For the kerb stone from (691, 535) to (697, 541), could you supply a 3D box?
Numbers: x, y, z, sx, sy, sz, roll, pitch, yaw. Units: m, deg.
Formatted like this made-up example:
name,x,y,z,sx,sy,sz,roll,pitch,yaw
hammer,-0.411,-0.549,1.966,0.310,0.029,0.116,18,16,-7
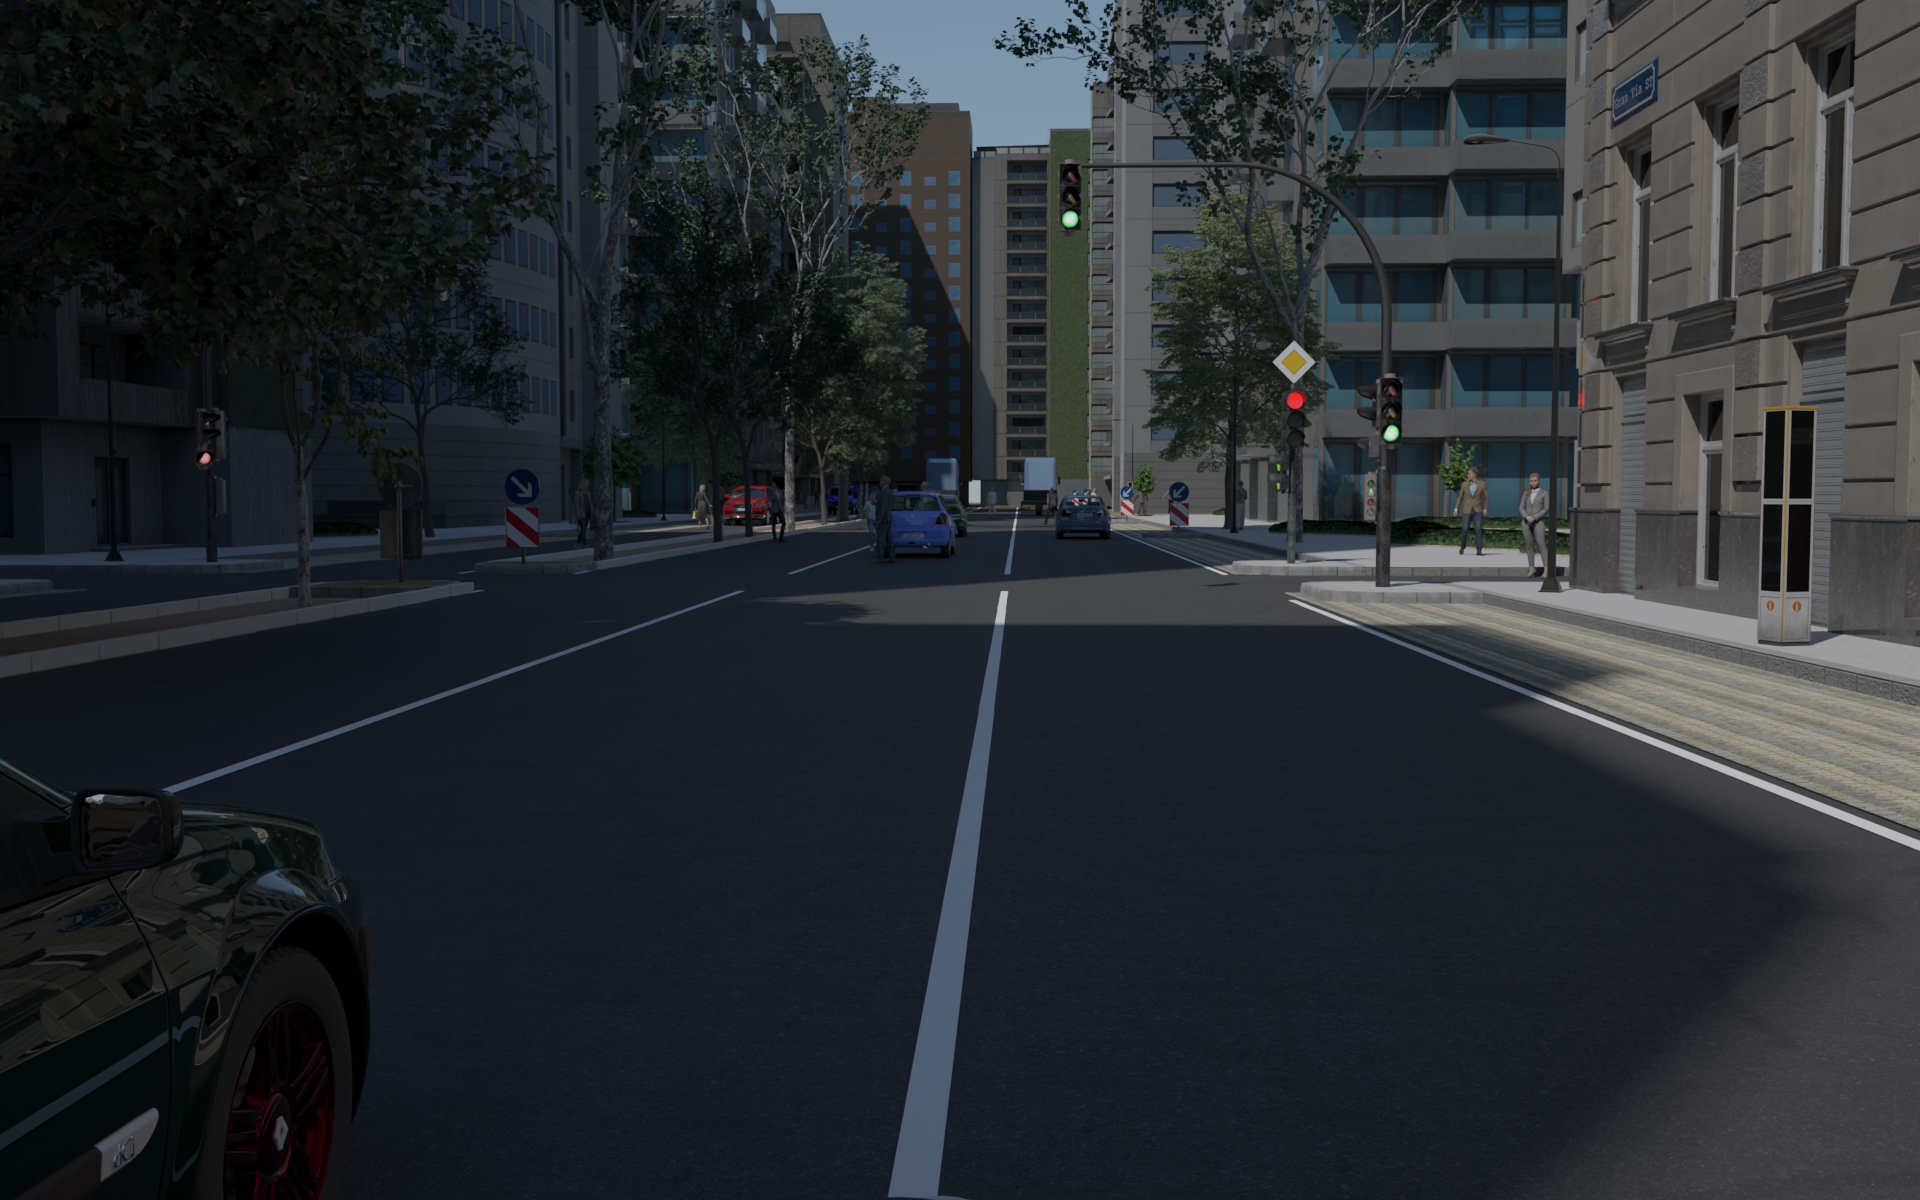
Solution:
name,x,y,z,sx,sy,sz,roll,pitch,yaw
kerb stone,-8.264,-1.880,52.928,0.120,0.150,1.000,0,4,2

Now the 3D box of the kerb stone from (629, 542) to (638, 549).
name,x,y,z,sx,sy,sz,roll,pitch,yaw
kerb stone,-8.545,-1.379,44.736,0.120,0.150,1.000,0,4,2

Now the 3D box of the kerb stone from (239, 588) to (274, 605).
name,x,y,z,sx,sy,sz,roll,pitch,yaw
kerb stone,-9.308,-0.031,22.707,0.120,0.150,1.000,0,4,2

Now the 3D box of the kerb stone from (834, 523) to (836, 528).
name,x,y,z,sx,sy,sz,roll,pitch,yaw
kerb stone,-5.457,-3.127,73.315,0.120,0.150,1.000,0,4,2

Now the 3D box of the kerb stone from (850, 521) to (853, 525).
name,x,y,z,sx,sy,sz,roll,pitch,yaw
kerb stone,-5.214,-3.563,80.481,0.120,0.150,1.000,0,4,2

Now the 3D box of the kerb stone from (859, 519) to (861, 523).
name,x,y,z,sx,sy,sz,roll,pitch,yaw
kerb stone,-5.071,-3.807,84.574,0.120,0.150,1.000,0,4,2

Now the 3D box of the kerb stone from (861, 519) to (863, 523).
name,x,y,z,sx,sy,sz,roll,pitch,yaw
kerb stone,-5.042,-3.878,85.596,0.120,0.150,1.000,0,4,2

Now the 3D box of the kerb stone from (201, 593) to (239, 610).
name,x,y,z,sx,sy,sz,roll,pitch,yaw
kerb stone,-9.340,0.032,21.677,0.120,0.150,1.000,0,4,2

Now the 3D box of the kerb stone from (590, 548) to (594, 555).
name,x,y,z,sx,sy,sz,roll,pitch,yaw
kerb stone,-8.683,-1.128,40.635,0.120,0.150,1.000,0,4,2

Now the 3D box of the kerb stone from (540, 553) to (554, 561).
name,x,y,z,sx,sy,sz,roll,pitch,yaw
kerb stone,-8.821,-0.877,36.544,0.120,0.150,1.000,0,4,2

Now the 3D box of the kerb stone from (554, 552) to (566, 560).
name,x,y,z,sx,sy,sz,roll,pitch,yaw
kerb stone,-8.793,-0.940,37.566,0.120,0.150,1.000,0,4,2

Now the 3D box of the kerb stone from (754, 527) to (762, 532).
name,x,y,z,sx,sy,sz,roll,pitch,yaw
kerb stone,-7.796,-2.694,66.247,0.120,0.150,1.000,0,4,2

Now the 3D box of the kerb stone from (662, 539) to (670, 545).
name,x,y,z,sx,sy,sz,roll,pitch,yaw
kerb stone,-8.407,-1.629,48.830,0.120,0.150,1.000,0,4,2

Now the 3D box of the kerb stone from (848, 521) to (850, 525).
name,x,y,z,sx,sy,sz,roll,pitch,yaw
kerb stone,-5.248,-3.502,79.452,0.120,0.150,1.000,0,4,2

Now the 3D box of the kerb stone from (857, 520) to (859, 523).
name,x,y,z,sx,sy,sz,roll,pitch,yaw
kerb stone,-5.113,-3.751,83.546,0.120,0.150,1.000,0,4,2

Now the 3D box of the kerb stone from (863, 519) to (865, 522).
name,x,y,z,sx,sy,sz,roll,pitch,yaw
kerb stone,-5.004,-3.940,86.617,0.120,0.150,1.000,0,4,2

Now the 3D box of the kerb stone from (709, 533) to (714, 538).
name,x,y,z,sx,sy,sz,roll,pitch,yaw
kerb stone,-8.158,-2.067,55.993,0.120,0.150,1.000,0,4,2

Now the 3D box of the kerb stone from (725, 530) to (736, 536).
name,x,y,z,sx,sy,sz,roll,pitch,yaw
kerb stone,-8.017,-2.318,60.099,0.120,0.150,1.000,0,4,2

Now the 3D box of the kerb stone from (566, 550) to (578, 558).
name,x,y,z,sx,sy,sz,roll,pitch,yaw
kerb stone,-8.754,-1.002,38.592,0.120,0.150,1.000,0,4,2

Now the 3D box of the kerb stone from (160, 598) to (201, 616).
name,x,y,z,sx,sy,sz,roll,pitch,yaw
kerb stone,-9.382,0.098,20.656,0.120,0.150,1.000,0,4,2

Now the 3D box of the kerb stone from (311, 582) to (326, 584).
name,x,y,z,sx,sy,sz,roll,pitch,yaw
kerb stone,-9.245,-0.156,24.753,0.120,0.150,1.000,0,4,2

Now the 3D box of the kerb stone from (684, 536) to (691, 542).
name,x,y,z,sx,sy,sz,roll,pitch,yaw
kerb stone,-8.295,-1.817,51.904,0.120,0.150,1.000,0,4,2

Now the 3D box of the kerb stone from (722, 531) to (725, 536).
name,x,y,z,sx,sy,sz,roll,pitch,yaw
kerb stone,-8.096,-2.189,58.037,0.120,0.150,1.000,0,4,2

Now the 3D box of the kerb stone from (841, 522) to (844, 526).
name,x,y,z,sx,sy,sz,roll,pitch,yaw
kerb stone,-5.351,-3.314,76.384,0.120,0.150,1.000,0,4,2

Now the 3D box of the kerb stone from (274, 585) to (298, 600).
name,x,y,z,sx,sy,sz,roll,pitch,yaw
kerb stone,-9.264,-0.094,23.728,0.120,0.150,1.000,0,4,2

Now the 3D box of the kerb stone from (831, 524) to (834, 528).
name,x,y,z,sx,sy,sz,roll,pitch,yaw
kerb stone,-5.498,-3.063,72.283,0.120,0.150,1.000,0,4,2

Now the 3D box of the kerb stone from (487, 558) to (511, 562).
name,x,y,z,sx,sy,sz,roll,pitch,yaw
kerb stone,-8.930,-0.689,33.477,0.120,0.150,1.000,0,4,2

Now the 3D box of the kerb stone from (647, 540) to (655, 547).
name,x,y,z,sx,sy,sz,roll,pitch,yaw
kerb stone,-8.483,-1.503,46.787,0.120,0.150,1.000,0,4,2

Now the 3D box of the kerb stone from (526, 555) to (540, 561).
name,x,y,z,sx,sy,sz,roll,pitch,yaw
kerb stone,-8.868,-0.815,35.523,0.120,0.150,1.000,0,4,2

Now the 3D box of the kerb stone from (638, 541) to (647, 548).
name,x,y,z,sx,sy,sz,roll,pitch,yaw
kerb stone,-8.512,-1.441,45.765,0.120,0.150,1.000,0,4,2

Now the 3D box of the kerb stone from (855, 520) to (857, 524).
name,x,y,z,sx,sy,sz,roll,pitch,yaw
kerb stone,-5.135,-3.689,82.524,0.120,0.150,1.000,0,4,2

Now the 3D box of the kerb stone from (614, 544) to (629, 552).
name,x,y,z,sx,sy,sz,roll,pitch,yaw
kerb stone,-8.586,-1.316,43.714,0.120,0.150,1.000,0,4,2

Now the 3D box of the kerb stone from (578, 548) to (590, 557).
name,x,y,z,sx,sy,sz,roll,pitch,yaw
kerb stone,-8.716,-1.065,39.614,0.120,0.150,1.000,0,4,2

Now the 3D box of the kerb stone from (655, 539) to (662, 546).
name,x,y,z,sx,sy,sz,roll,pitch,yaw
kerb stone,-8.450,-1.562,47.809,0.120,0.150,1.000,0,4,2

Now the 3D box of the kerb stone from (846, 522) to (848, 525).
name,x,y,z,sx,sy,sz,roll,pitch,yaw
kerb stone,-5.281,-3.439,78.430,0.120,0.150,1.000,0,4,2

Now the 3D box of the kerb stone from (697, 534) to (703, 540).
name,x,y,z,sx,sy,sz,roll,pitch,yaw
kerb stone,-8.229,-1.940,53.950,0.120,0.150,1.000,0,4,2

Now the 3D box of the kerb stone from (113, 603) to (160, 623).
name,x,y,z,sx,sy,sz,roll,pitch,yaw
kerb stone,-9.407,0.160,19.624,0.120,0.150,1.000,0,4,2

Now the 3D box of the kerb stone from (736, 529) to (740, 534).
name,x,y,z,sx,sy,sz,roll,pitch,yaw
kerb stone,-7.989,-2.372,61.122,0.120,0.150,1.000,0,4,2

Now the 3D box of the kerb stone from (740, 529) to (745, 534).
name,x,y,z,sx,sy,sz,roll,pitch,yaw
kerb stone,-7.949,-2.437,62.143,0.120,0.150,1.000,0,4,2

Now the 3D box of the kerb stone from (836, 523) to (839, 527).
name,x,y,z,sx,sy,sz,roll,pitch,yaw
kerb stone,-5.415,-3.189,74.337,0.120,0.150,1.000,0,4,2

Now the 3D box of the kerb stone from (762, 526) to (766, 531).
name,x,y,z,sx,sy,sz,roll,pitch,yaw
kerb stone,-7.773,-2.755,67.272,0.120,0.150,1.000,0,4,2

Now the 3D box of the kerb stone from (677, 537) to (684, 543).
name,x,y,z,sx,sy,sz,roll,pitch,yaw
kerb stone,-8.334,-1.754,50.883,0.120,0.150,1.000,0,4,2

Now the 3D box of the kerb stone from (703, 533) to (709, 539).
name,x,y,z,sx,sy,sz,roll,pitch,yaw
kerb stone,-8.190,-2.005,54.972,0.120,0.150,1.000,0,4,2

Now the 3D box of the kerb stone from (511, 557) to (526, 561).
name,x,y,z,sx,sy,sz,roll,pitch,yaw
kerb stone,-8.901,-0.753,34.501,0.120,0.150,1.000,0,4,2

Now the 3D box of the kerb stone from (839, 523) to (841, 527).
name,x,y,z,sx,sy,sz,roll,pitch,yaw
kerb stone,-5.383,-3.252,75.362,0.120,0.150,1.000,0,4,2

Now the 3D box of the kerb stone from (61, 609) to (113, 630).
name,x,y,z,sx,sy,sz,roll,pitch,yaw
kerb stone,-9.448,0.220,18.603,0.120,0.150,1.000,0,4,2

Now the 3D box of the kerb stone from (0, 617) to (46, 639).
name,x,y,z,sx,sy,sz,roll,pitch,yaw
kerb stone,-9.487,0.282,17.582,0.120,0.150,1.000,0,4,2

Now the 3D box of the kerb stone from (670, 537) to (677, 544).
name,x,y,z,sx,sy,sz,roll,pitch,yaw
kerb stone,-8.370,-1.685,49.861,0.120,0.150,1.000,0,4,2

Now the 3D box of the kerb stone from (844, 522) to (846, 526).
name,x,y,z,sx,sy,sz,roll,pitch,yaw
kerb stone,-5.316,-3.376,77.406,0.120,0.150,1.000,0,4,2

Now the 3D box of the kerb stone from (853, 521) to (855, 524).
name,x,y,z,sx,sy,sz,roll,pitch,yaw
kerb stone,-5.174,-3.627,81.502,0.120,0.150,1.000,0,4,2
